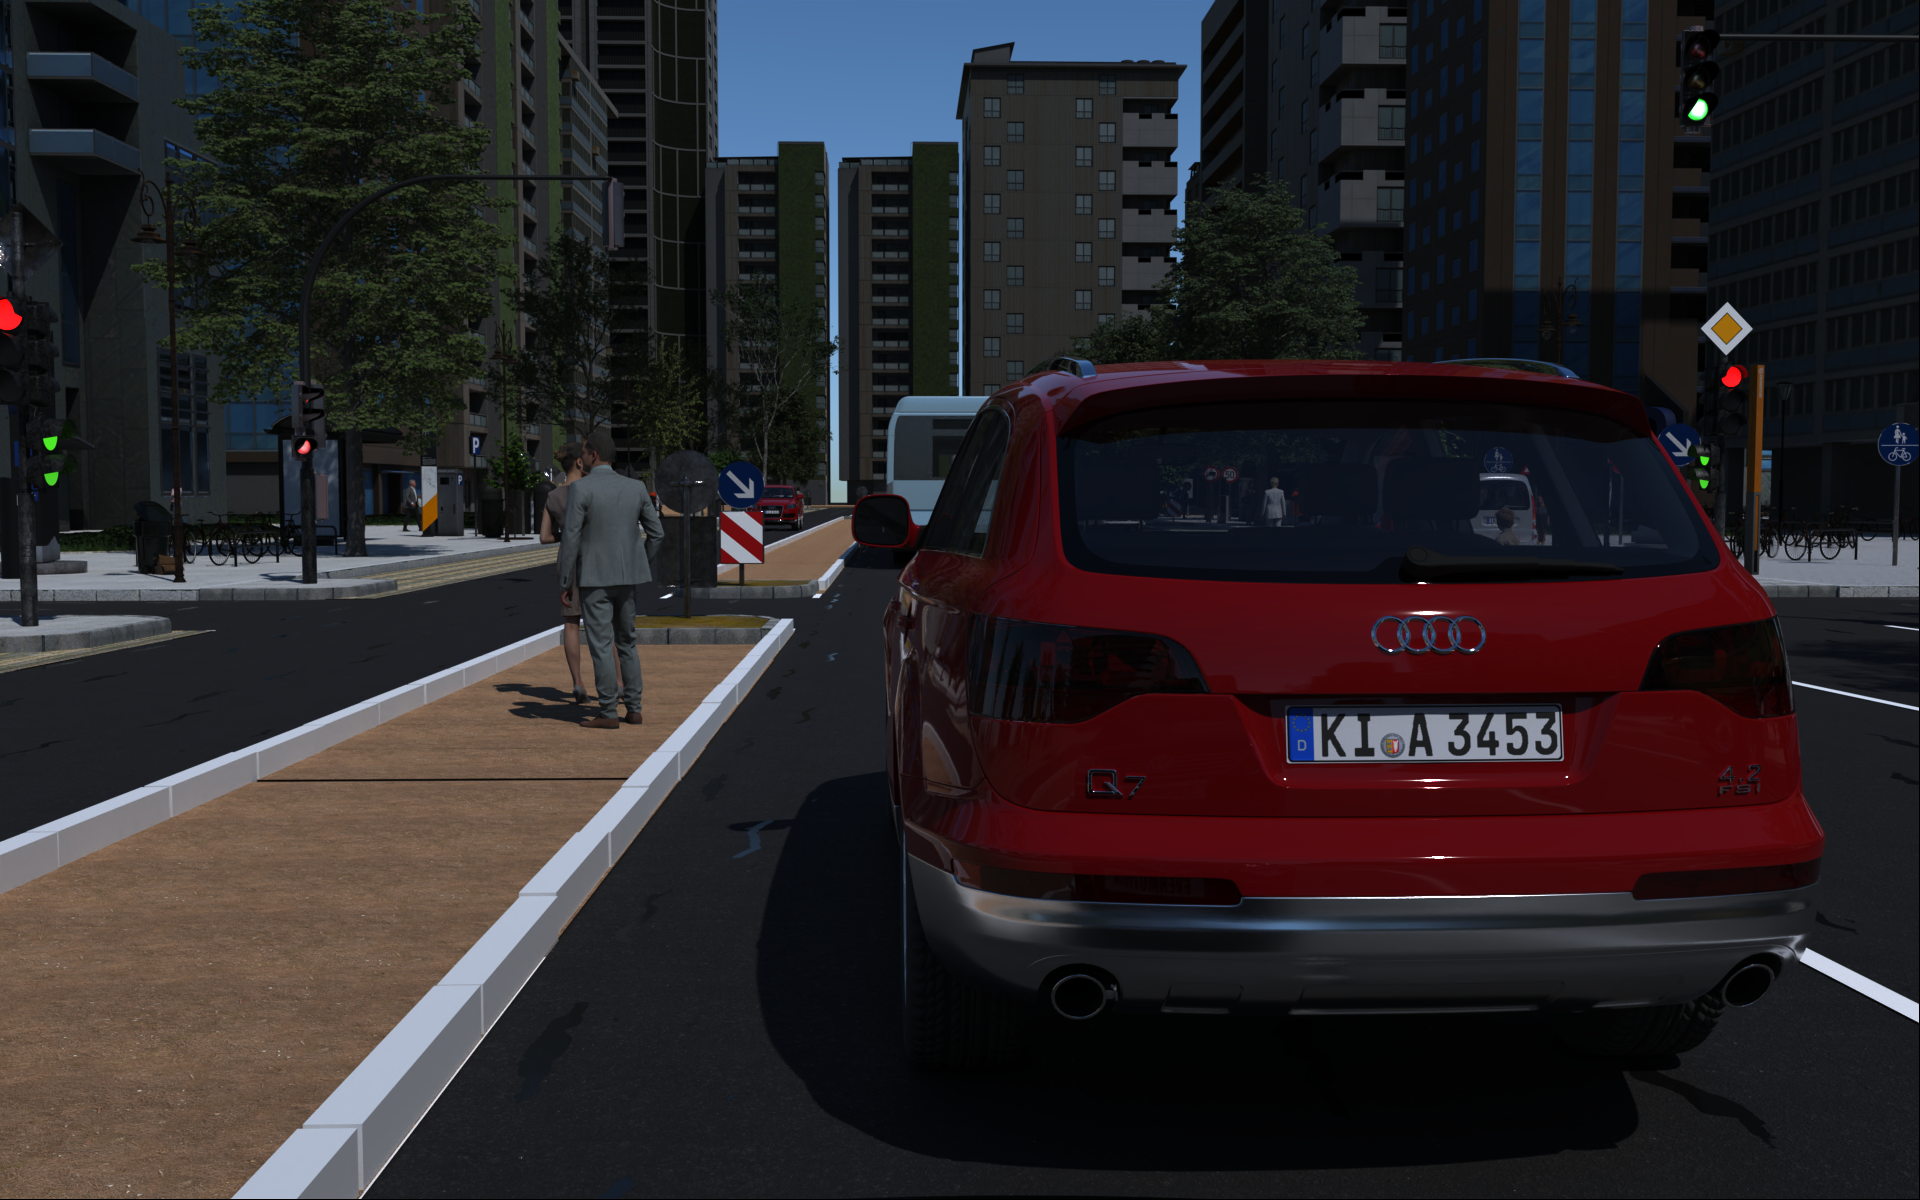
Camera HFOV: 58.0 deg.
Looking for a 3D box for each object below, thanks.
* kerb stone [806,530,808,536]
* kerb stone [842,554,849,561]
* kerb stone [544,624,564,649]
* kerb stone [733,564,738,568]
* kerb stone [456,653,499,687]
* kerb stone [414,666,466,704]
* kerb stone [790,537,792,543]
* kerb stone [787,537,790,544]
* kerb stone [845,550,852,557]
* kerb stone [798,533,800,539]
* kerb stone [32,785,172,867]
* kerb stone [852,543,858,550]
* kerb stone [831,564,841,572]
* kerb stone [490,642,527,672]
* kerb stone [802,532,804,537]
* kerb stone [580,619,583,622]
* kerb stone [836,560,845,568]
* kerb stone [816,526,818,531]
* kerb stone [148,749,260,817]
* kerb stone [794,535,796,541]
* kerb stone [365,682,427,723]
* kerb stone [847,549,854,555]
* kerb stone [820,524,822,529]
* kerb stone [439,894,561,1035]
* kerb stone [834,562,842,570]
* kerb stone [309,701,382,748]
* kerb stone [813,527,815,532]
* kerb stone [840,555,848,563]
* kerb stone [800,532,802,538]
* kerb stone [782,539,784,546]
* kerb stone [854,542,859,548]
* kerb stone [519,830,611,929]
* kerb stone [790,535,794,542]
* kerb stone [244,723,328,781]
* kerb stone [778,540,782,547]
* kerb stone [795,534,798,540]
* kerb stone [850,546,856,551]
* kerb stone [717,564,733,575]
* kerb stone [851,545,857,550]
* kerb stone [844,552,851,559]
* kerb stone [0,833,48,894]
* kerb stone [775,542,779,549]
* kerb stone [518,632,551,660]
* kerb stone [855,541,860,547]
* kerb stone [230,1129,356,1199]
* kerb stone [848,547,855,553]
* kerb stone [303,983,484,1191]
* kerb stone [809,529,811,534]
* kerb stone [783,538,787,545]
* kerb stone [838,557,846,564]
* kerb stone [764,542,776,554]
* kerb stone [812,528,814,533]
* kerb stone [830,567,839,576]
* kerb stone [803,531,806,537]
[{"bbox_3d":[-5.260,-2.178,57.804,0.120,0.150,1.000,0,4,-2],"label":"kerb stone"},{"bbox_3d":[-2.392,-0.803,35.324,0.120,0.150,1.000,0,4,-2],"label":"kerb stone"},{"bbox_3d":[-3.829,0.363,16.294,0.120,0.150,1.000,0,4,-2],"label":"kerb stone"},{"bbox_3d":[-4.413,-0.669,33.218,0.120,0.150,1.000,0,4,-2],"label":"kerb stone"},{"bbox_3d":[-3.717,0.548,13.230,0.120,0.150,1.000,0,4,-2],"label":"kerb stone"},{"bbox_3d":[-3.685,0.611,12.206,0.120,0.150,1.000,0,4,-2],"label":"kerb stone"},{"bbox_3d":[-4.978,-1.673,49.627,0.120,0.150,1.000,0,4,-2],"label":"kerb stone"},{"bbox_3d":[-4.943,-1.615,48.605,0.120,0.150,1.000,0,4,-2],"label":"kerb stone"},{"bbox_3d":[-2.455,-0.925,37.371,0.120,0.150,1.000,0,4,-2],"label":"kerb stone"},{"bbox_3d":[-5.123,-1.928,53.713,0.120,0.150,1.000,0,4,-2],"label":"kerb stone"},{"bbox_3d":[-3.509,0.925,7.092,0.120,0.150,1.000,0,4,-2],"label":"kerb stone"},{"bbox_3d":[-2.640,-1.241,42.511,0.120,0.150,1.000,0,4,-2],"label":"kerb stone"},{"bbox_3d":[-2.204,-0.487,30.213,0.120,0.150,1.000,0,4,-2],"label":"kerb stone"},{"bbox_3d":[-3.753,0.486,14.252,0.120,0.150,1.000,0,4,-2],"label":"kerb stone"},{"bbox_3d":[-5.193,-2.053,55.758,0.120,0.150,1.000,0,4,-2],"label":"kerb stone"},{"bbox_3d":[-3.855,0.300,17.318,0.120,0.150,1.000,0,4,-2],"label":"kerb stone"},{"bbox_3d":[-2.273,-0.612,32.258,0.120,0.150,1.000,0,4,-2],"label":"kerb stone"},{"bbox_3d":[-5.509,-2.612,64.962,0.120,0.150,1.000,0,4,-2],"label":"kerb stone"},{"bbox_3d":[-3.542,0.861,8.115,0.120,0.150,1.000,0,4,-2],"label":"kerb stone"},{"bbox_3d":[-5.048,-1.797,51.670,0.120,0.150,1.000,0,4,-2],"label":"kerb stone"},{"bbox_3d":[-3.657,0.676,11.184,0.120,0.150,1.000,0,4,-2],"label":"kerb stone"},{"bbox_3d":[-2.490,-0.991,38.404,0.120,0.150,1.000,0,4,-2],"label":"kerb stone"},{"bbox_3d":[-5.614,-2.804,68.044,0.120,0.150,1.000,0,4,-2],"label":"kerb stone"},{"bbox_3d":[-1.331,1.055,5.055,0.120,0.150,1.000,0,4,-2],"label":"kerb stone"},{"bbox_3d":[-2.242,-0.553,31.236,0.120,0.150,1.000,0,4,-2],"label":"kerb stone"},{"bbox_3d":[-3.619,0.740,10.159,0.120,0.150,1.000,0,4,-2],"label":"kerb stone"},{"bbox_3d":[-5.441,-2.484,62.914,0.120,0.150,1.000,0,4,-2],"label":"kerb stone"},{"bbox_3d":[-2.348,-0.741,34.303,0.120,0.150,1.000,0,4,-2],"label":"kerb stone"},{"bbox_3d":[-5.158,-1.990,54.736,0.120,0.150,1.000,0,4,-2],"label":"kerb stone"},{"bbox_3d":[-4.886,-1.482,46.550,0.120,0.150,1.000,0,4,-2],"label":"kerb stone"},{"bbox_3d":[-2.670,-1.300,43.533,0.120,0.150,1.000,0,4,-2],"label":"kerb stone"},{"bbox_3d":[-1.377,0.986,6.075,0.120,0.150,1.000,0,4,-2],"label":"kerb stone"},{"bbox_3d":[-5.019,-1.740,50.648,0.120,0.150,1.000,0,4,-2],"label":"kerb stone"},{"bbox_3d":[-3.574,0.802,9.137,0.120,0.150,1.000,0,4,-2],"label":"kerb stone"},{"bbox_3d":[-4.841,-1.427,45.525,0.120,0.150,1.000,0,4,-2],"label":"kerb stone"},{"bbox_3d":[-5.091,-1.865,52.691,0.120,0.150,1.000,0,4,-2],"label":"kerb stone"},{"bbox_3d":[-2.564,-1.117,40.464,0.120,0.150,1.000,0,4,-2],"label":"kerb stone"},{"bbox_3d":[-4.370,-0.612,32.196,0.120,0.150,1.000,0,4,-2],"label":"kerb stone"},{"bbox_3d":[-2.597,-1.175,41.490,0.120,0.150,1.000,0,4,-2],"label":"kerb stone"},{"bbox_3d":[-2.423,-0.865,36.346,0.120,0.150,1.000,0,4,-2],"label":"kerb stone"},{"bbox_3d":[-3.466,0.986,6.071,0.120,0.150,1.000,0,4,-2],"label":"kerb stone"},{"bbox_3d":[-4.808,-1.359,44.497,0.120,0.150,1.000,0,4,-2],"label":"kerb stone"},{"bbox_3d":[-3.789,0.423,15.273,0.120,0.150,1.000,0,4,-2],"label":"kerb stone"},{"bbox_3d":[-2.701,-1.364,44.566,0.120,0.150,1.000,0,4,-2],"label":"kerb stone"},{"bbox_3d":[-1.262,1.174,3.009,0.120,0.150,1.000,0,4,-2],"label":"kerb stone"},{"bbox_3d":[-2.523,-1.054,39.435,0.120,0.150,1.000,0,4,-2],"label":"kerb stone"},{"bbox_3d":[-1.296,1.113,4.033,0.120,0.150,1.000,0,4,-2],"label":"kerb stone"},{"bbox_3d":[-5.337,-2.303,59.848,0.120,0.150,1.000,0,4,-2],"label":"kerb stone"},{"bbox_3d":[-4.912,-1.552,47.580,0.120,0.150,1.000,0,4,-2],"label":"kerb stone"},{"bbox_3d":[-2.312,-0.678,33.279,0.120,0.150,1.000,0,4,-2],"label":"kerb stone"},{"bbox_3d":[-4.771,-1.302,43.475,0.120,0.150,1.000,0,4,-2],"label":"kerb stone"},{"bbox_3d":[-5.396,-2.424,61.893,0.120,0.150,1.000,0,4,-2],"label":"kerb stone"},{"bbox_3d":[-2.167,-0.424,29.183,0.120,0.150,1.000,0,4,-2],"label":"kerb stone"},{"bbox_3d":[-5.230,-2.113,56.781,0.120,0.150,1.000,0,4,-2],"label":"kerb stone"}]
